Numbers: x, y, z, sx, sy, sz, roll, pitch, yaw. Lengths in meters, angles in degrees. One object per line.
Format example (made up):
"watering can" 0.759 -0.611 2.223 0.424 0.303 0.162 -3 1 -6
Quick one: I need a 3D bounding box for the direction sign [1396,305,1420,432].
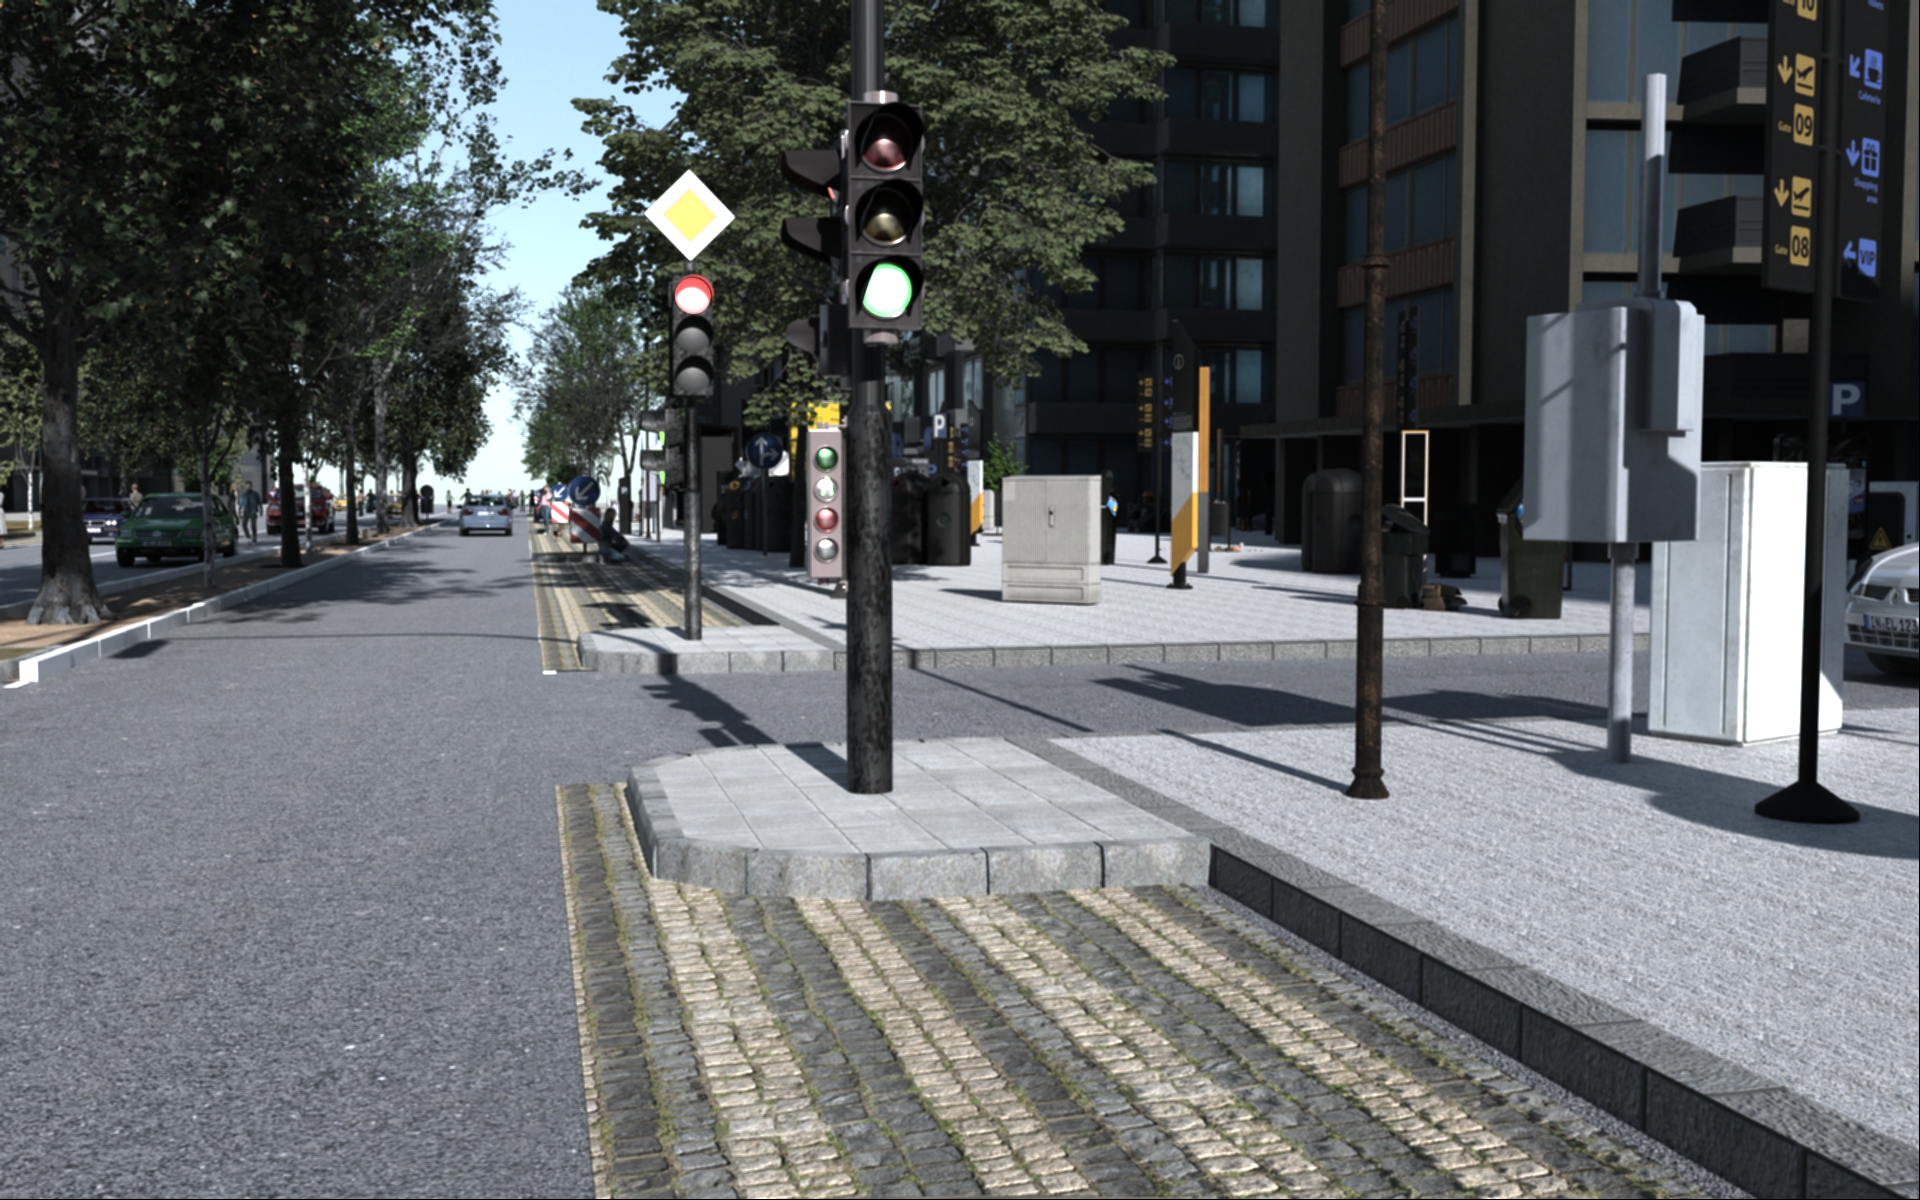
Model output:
"direction sign" 5.492 -1.792 21.296 0.379 3.537 0.876 0 4 -1

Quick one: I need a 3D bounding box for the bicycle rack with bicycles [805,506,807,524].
"bicycle rack with bicycles" -6.080 -3.696 73.809 2.852 0.926 2.925 -3 4 -39

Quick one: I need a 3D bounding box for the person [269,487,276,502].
"person" -39.334 -5.566 99.367 0.709 1.838 0.599 -2 4 -25

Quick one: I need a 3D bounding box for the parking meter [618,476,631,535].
"parking meter" -10.601 -2.997 54.713 0.399 1.863 0.255 0 4 -6

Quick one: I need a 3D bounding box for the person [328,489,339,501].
"person" -45.284 -7.078 124.314 1.350 1.814 0.705 -1 4 -12

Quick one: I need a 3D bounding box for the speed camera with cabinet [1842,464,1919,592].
"speed camera with cabinet" 12.853 -1.741 22.799 0.660 3.252 2.038 -2 4 -30

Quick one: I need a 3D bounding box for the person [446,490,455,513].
"person" -38.748 -7.485 131.666 0.721 1.735 1.217 1 4 13

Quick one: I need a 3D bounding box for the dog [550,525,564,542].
"dog" -12.096 -1.999 51.975 0.540 0.507 0.406 0 4 6

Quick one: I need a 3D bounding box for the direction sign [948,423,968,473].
"direction sign" -0.081 -3.891 55.616 0.876 3.537 0.379 0 4 2

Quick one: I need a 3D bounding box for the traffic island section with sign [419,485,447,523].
"traffic island section with sign" -26.599 -4.781 86.305 2.006 1.907 1.989 -1 4 -14

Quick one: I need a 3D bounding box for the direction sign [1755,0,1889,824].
"direction sign" 3.379 -0.906 6.806 0.876 3.537 0.379 -3 4 -37

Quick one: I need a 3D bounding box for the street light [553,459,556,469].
"street light" -47.967 -14.196 204.894 0.468 5.910 1.993 -1 4 -14

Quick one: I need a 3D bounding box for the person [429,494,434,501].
"person" -43.311 -8.151 141.770 0.705 1.824 1.348 0 4 8

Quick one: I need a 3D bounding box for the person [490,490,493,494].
"person" -51.363 -11.072 189.401 0.599 1.838 0.709 0 4 3

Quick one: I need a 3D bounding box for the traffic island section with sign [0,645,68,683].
"traffic island section with sign" -8.270 -0.324 13.428 2.006 1.907 1.989 -1 4 -14

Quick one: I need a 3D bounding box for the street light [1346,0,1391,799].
"street light" 1.733 -2.104 7.182 0.468 5.910 1.993 -1 4 -14

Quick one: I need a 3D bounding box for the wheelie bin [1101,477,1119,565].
"wheelie bin" 2.462 -1.444 31.513 0.980 1.594 0.693 2 4 26

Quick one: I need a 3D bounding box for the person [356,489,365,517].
"person" -38.311 -6.195 110.497 1.217 1.736 0.721 3 4 37

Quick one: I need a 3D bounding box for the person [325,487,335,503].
"person" -36.884 -5.642 100.715 1.348 1.831 0.705 2 4 30

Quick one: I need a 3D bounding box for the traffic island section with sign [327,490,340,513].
"traffic island section with sign" -49.064 -7.661 133.881 1.989 1.847 2.006 -1 4 -14

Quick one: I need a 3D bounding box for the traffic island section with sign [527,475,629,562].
"traffic island section with sign" -8.169 -1.741 37.092 1.989 1.847 2.006 -1 4 -14

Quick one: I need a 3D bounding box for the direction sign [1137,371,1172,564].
"direction sign" 3.660 -2.449 32.031 0.876 3.537 0.379 3 4 36

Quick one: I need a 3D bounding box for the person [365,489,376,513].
"person" -44.320 -7.450 130.328 1.348 1.821 0.705 1 4 16

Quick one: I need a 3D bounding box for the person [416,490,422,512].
"person" -43.404 -7.900 138.190 1.217 1.766 0.721 1 4 21

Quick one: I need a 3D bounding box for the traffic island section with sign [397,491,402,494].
"traffic island section with sign" -69.317 -12.591 214.487 1.989 1.847 2.006 -1 4 -14

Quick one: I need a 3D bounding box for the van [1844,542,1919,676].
"van" 8.883 -0.383 13.270 4.112 2.044 2.013 -1 4 -13

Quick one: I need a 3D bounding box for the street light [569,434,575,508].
"street light" -27.859 -9.286 124.614 0.468 5.910 1.993 -1 4 -14

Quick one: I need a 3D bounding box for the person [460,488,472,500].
"person" -36.328 -7.331 127.989 1.348 1.869 0.705 -2 4 -33

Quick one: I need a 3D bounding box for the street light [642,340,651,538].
"street light" -9.030 -4.723 50.006 0.468 5.910 1.993 -1 4 -14

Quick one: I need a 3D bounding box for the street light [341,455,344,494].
"street light" -59.115 -11.806 165.817 0.468 5.910 1.993 -1 4 -14

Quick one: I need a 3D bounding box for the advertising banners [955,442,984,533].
"advertising banners" 0.274 -3.775 57.914 0.090 3.025 2.074 -2 4 -27

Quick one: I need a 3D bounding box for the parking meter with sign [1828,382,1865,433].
"parking meter with sign" 13.943 -1.929 27.807 0.543 3.016 1.738 1 4 13

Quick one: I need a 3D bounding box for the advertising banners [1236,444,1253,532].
"advertising banners" 9.805 -3.890 59.792 0.090 3.025 2.074 0 4 -6

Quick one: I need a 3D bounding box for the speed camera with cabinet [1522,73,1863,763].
"speed camera with cabinet" 3.739 -0.886 8.826 2.038 3.252 0.660 -2 4 -35

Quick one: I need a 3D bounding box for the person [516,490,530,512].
"person" -35.289 -7.986 139.796 1.217 1.735 0.721 -3 4 -38

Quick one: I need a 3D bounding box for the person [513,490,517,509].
"person" -43.470 -9.809 168.742 0.599 1.838 0.709 2 4 25

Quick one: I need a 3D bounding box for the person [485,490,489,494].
"person" -32.899 -6.822 120.767 1.217 1.743 0.721 -3 5 -40

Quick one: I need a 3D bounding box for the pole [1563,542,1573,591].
"pole" 8.049 -1.781 22.960 0.158 3.312 0.155 0 3 0

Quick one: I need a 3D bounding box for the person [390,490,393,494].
"person" -41.197 -7.112 125.497 1.217 1.735 0.721 0 4 -5

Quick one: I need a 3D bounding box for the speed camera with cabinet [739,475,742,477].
"speed camera with cabinet" -10.839 -5.452 83.481 0.660 3.252 2.038 -2 4 -31

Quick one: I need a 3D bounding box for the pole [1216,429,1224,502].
"pole" 8.107 -3.678 53.979 0.158 3.312 0.155 0 3 0

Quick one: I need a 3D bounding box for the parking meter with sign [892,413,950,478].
"parking meter with sign" -1.077 -2.486 36.900 1.738 3.016 0.543 -3 4 -36

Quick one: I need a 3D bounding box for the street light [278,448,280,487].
"street light" -48.343 -9.186 122.981 0.468 5.910 1.993 -1 4 -14

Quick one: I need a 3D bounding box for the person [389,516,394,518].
"person" -34.181 -5.640 103.979 1.065 1.426 0.557 3 4 39

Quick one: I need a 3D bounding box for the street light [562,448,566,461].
"street light" -37.171 -11.601 162.470 0.468 5.910 1.993 -1 4 -14

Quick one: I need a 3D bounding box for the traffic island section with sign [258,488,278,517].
"traffic island section with sign" -42.481 -6.060 107.705 1.989 1.847 2.006 -1 4 -14

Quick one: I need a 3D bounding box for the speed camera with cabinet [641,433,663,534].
"speed camera with cabinet" -10.095 -3.822 56.827 0.660 3.252 2.038 0 4 -7

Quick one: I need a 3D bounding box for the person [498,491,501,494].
"person" -58.377 -12.903 219.469 0.705 1.822 1.348 3 5 43

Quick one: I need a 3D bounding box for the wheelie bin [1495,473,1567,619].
"wheelie bin" 5.965 -0.618 18.014 0.693 1.594 0.980 0 4 8

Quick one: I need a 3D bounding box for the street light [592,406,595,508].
"street light" -18.565 -7.035 87.807 0.468 5.910 1.993 -1 4 -14

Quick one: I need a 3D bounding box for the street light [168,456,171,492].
"street light" -38.902 -6.873 85.158 0.468 5.910 1.993 -1 4 -14

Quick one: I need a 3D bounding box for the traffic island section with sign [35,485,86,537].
"traffic island section with sign" -30.294 -3.093 59.205 1.989 1.847 2.006 -1 4 -14

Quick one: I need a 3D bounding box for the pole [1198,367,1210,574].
"pole" 3.928 -2.082 27.880 0.158 3.312 0.155 0 3 0

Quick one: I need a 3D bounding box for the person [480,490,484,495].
"person" -47.505 -10.038 172.556 0.705 1.831 1.348 2 4 29

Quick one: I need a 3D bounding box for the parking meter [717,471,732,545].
"parking meter" -5.920 -2.321 43.661 0.399 1.863 0.255 -1 4 -11

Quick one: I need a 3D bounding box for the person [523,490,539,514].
"person" -28.394 -6.464 114.908 1.217 1.735 0.721 -2 4 -24

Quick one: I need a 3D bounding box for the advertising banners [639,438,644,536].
"advertising banners" -9.815 -3.497 53.370 0.090 3.025 2.074 0 4 -8

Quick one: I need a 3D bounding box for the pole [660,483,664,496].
"pole" -14.910 -5.681 86.723 0.158 3.312 0.155 0 3 0
